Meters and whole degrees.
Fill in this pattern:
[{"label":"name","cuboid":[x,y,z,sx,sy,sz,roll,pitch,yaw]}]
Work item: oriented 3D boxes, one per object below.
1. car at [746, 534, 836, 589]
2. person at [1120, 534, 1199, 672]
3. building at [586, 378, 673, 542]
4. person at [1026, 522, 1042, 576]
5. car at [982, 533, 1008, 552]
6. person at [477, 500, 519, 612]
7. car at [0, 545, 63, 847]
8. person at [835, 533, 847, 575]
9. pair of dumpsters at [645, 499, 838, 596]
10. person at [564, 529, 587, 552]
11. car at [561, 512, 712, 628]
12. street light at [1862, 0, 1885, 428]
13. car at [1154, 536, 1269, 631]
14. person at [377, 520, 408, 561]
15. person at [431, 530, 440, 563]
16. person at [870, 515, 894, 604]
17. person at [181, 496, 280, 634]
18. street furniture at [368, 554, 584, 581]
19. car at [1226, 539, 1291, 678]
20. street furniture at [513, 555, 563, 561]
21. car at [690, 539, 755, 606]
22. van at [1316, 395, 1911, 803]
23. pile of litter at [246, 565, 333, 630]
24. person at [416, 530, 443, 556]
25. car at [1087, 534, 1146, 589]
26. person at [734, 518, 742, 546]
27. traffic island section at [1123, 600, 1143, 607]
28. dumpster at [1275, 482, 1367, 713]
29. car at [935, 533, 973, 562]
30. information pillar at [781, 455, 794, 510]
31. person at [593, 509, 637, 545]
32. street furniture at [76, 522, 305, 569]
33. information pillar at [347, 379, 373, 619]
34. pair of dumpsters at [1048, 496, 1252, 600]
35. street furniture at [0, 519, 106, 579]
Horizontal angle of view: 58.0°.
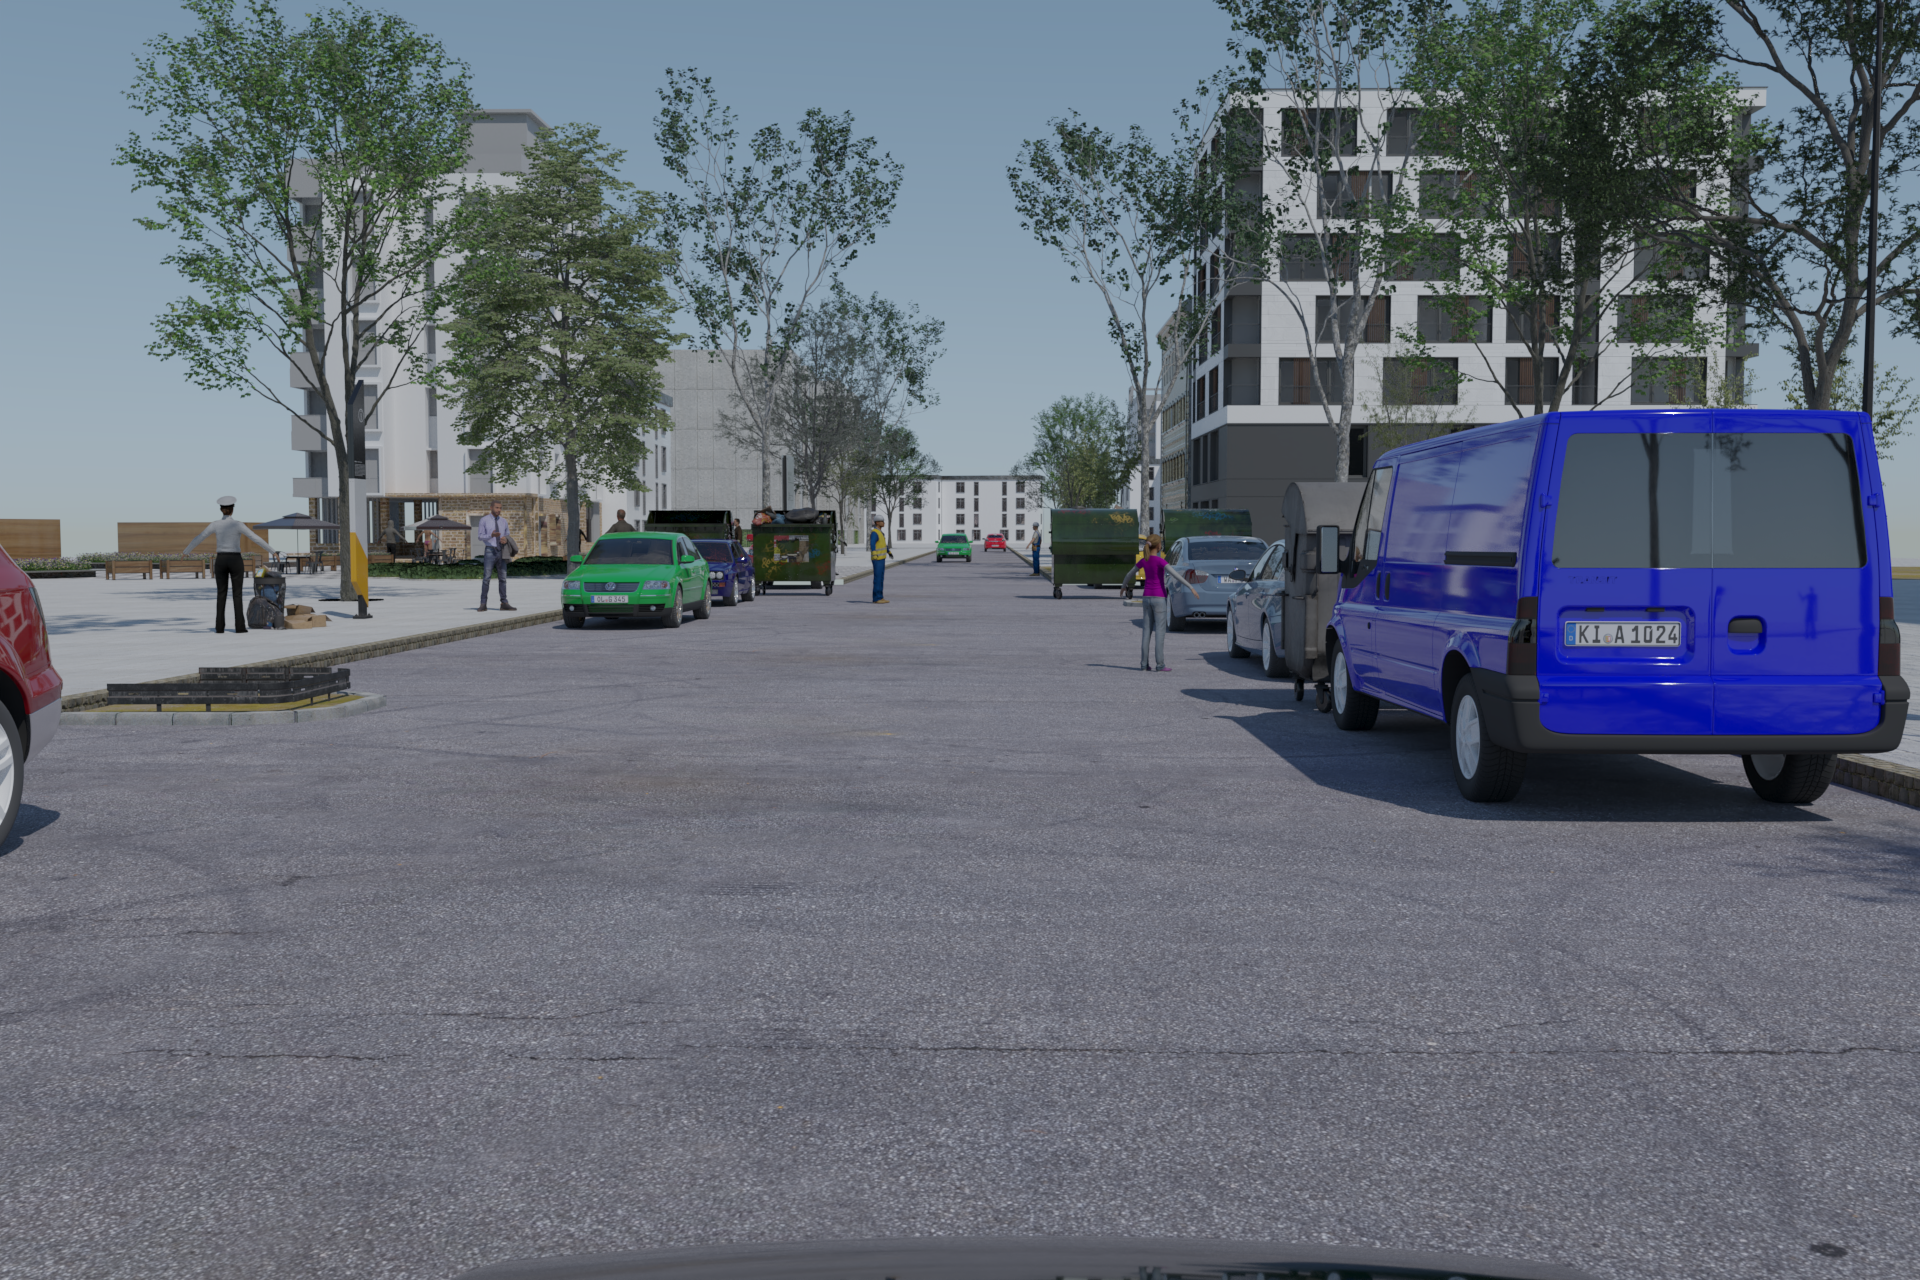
[{"label":"car","cuboid":[-4.550,-2.336,46.868,2.281,1.827,5.304,0,4,1]},{"label":"person","cuboid":[2.064,-0.390,18.103,0.991,1.433,0.599,3,5,41]},{"label":"building","cuboid":[-22.153,-10.046,106.398,9.099,9.664,28.070,0,4,0]},{"label":"person","cuboid":[2.572,-3.115,59.239,0.705,1.847,1.347,1,4,21]},{"label":"car","cuboid":[2.862,-8.056,140.760,2.155,1.783,4.494,0,4,1]},{"label":"person","cuboid":[-7.644,-1.393,28.684,0.709,1.838,0.599,-3,5,-43]},{"label":"car","cuboid":[-5.259,0.167,5.949,2.281,1.827,5.304,0,4,1]},{"label":"person","cuboid":[-3.976,-2.933,53.739,0.705,1.856,1.354,-3,5,-40]},{"label":"pair of dumpsters","cuboid":[-5.086,-2.171,40.445,4.436,2.255,1.574,0,4,1]},{"label":"person","cuboid":[-17.841,-4.552,80.652,0.704,1.802,1.346,3,4,36]},{"label":"car","cuboid":[-5.134,-1.164,27.824,1.959,1.807,4.718,0,4,1]},{"label":"street light","cuboid":[7.803,-2.524,13.805,1.470,5.913,1.316,0,4,0]},{"label":"car","cuboid":[3.944,-0.903,26.767,2.014,1.417,4.499,0,4,1]},{"label":"person","cuboid":[-21.638,-3.658,65.936,1.348,1.813,0.705,1,4,17]},{"label":"person","cuboid":[-22.357,-4.130,73.709,0.705,1.806,1.347,-2,4,-24]},{"label":"person","cuboid":[-1.646,-1.673,35.773,0.705,1.833,1.349,1,4,13]},{"label":"person","cuboid":[-9.464,-0.979,22.461,1.216,1.778,0.721,-1,4,-11]},{"label":"street furniture","cuboid":[-14.390,-2.272,52.767,5.734,0.657,10.072,1,4,18]},{"label":"car","cuboid":[3.950,-0.401,18.551,2.014,1.417,4.499,0,4,1]},{"label":"street furniture","cuboid":[-12.461,-3.205,68.030,10.072,0.657,5.734,-1,4,-14]},{"label":"car","cuboid":[-5.261,-1.404,35.542,1.945,1.354,3.894,0,4,1]},{"label":"van","cuboid":[3.666,-0.398,10.886,2.240,2.365,5.245,0,4,0]},{"label":"pile of litter","cuboid":[-9.286,-0.612,23.978,1.176,0.858,1.719,0,4,1]},{"label":"person","cuboid":[-21.991,-3.971,71.732,1.217,1.733,0.721,1,4,16]},{"label":"car","cuboid":[4.332,-2.218,46.489,2.015,1.641,3.980,0,4,0]},{"label":"person","cuboid":[-7.500,-3.177,58.085,0.704,1.812,1.346,-1,4,-17]},{"label":"traffic island section","cuboid":[4.292,-0.726,34.730,1.991,0.108,1.994,0,4,1]},{"label":"dumpster","cuboid":[3.619,-0.374,14.330,1.865,1.857,1.264,0,4,0]},{"label":"car","cuboid":[-0.299,-4.898,88.882,1.959,1.807,4.718,0,4,1]},{"label":"information pillar","cuboid":[-5.177,-3.721,52.152,0.184,3.620,1.656,0,4,1]},{"label":"person","cuboid":[-7.153,-1.856,36.523,1.348,1.807,0.705,-3,5,-41]},{"label":"street furniture","cuboid":[-30.397,-3.631,66.227,9.812,1.723,11.010,1,4,11]},{"label":"information pillar","cuboid":[-9.069,-2.125,26.102,0.183,3.616,0.504,0,4,2]},{"label":"pair of dumpsters","cuboid":[4.177,-2.042,38.335,4.436,2.255,1.574,0,4,1]},{"label":"street furniture","cuboid":[-29.703,-2.561,48.734,11.010,1.723,9.812,1,4,23]}]
